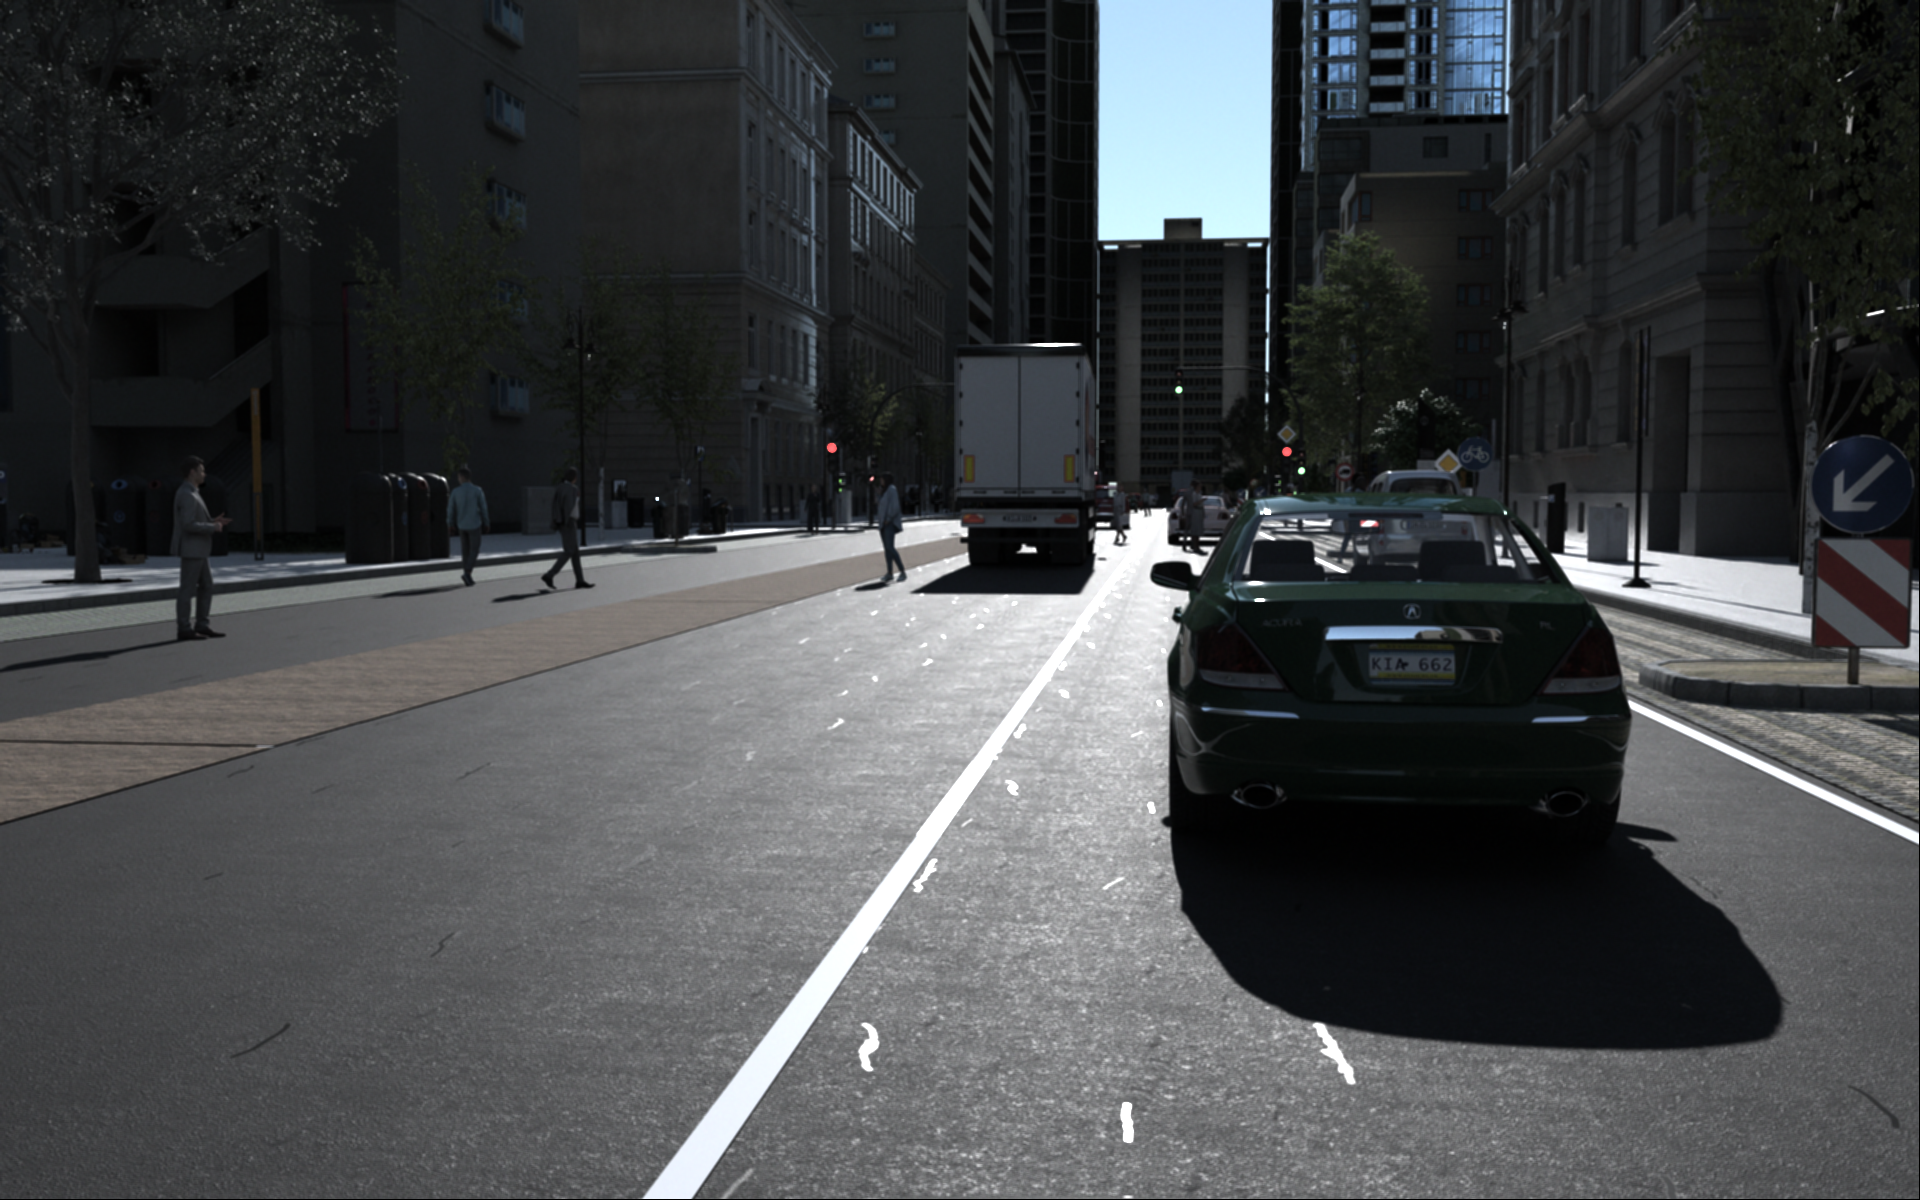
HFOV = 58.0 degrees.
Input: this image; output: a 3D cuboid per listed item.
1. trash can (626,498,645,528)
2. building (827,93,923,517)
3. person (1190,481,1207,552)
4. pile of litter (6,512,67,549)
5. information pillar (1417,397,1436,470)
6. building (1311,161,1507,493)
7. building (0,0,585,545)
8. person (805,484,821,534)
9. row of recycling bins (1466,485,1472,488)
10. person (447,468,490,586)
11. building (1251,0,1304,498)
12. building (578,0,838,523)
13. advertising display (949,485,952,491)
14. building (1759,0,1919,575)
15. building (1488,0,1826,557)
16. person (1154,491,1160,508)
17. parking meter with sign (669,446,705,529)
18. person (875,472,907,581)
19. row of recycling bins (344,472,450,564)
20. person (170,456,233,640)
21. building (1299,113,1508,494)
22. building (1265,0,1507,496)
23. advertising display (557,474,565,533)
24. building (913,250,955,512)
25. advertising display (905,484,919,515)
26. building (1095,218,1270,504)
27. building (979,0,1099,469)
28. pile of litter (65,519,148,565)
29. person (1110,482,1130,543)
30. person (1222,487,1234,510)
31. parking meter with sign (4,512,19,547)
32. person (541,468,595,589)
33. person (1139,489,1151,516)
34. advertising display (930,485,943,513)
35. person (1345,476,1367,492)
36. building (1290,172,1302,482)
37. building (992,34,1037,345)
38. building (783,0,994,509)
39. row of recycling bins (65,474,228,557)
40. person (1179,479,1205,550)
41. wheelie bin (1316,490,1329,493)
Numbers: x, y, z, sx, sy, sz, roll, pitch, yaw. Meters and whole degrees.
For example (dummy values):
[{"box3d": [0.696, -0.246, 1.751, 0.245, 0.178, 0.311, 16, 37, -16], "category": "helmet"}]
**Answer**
[{"box3d": [-12.205, -3.275, 65.192, 0.748, 1.137, 0.748, 0, 3, 0], "category": "trash can"}, {"box3d": [-10.214, -19.006, 108.018, 12.463, 27.353, 25.104, 0, 4, 7], "category": "building"}, {"box3d": [6.006, -2.091, 43.251, 0.524, 1.755, 0.480, 2, 4, 30], "category": "person"}, {"box3d": [-22.027, -1.680, 41.426, 1.176, 0.858, 1.719, 2, 4, 28], "category": "pile of litter"}, {"box3d": [11.320, -3.106, 42.131, 0.504, 3.616, 0.183, -1, 4, -21], "category": "information pillar"}, {"box3d": [36.713, -15.959, 105.975, 27.650, 21.520, 28.899, 0, 4, 7], "category": "building"}, {"box3d": [-25.518, -26.256, 52.986, 21.600, 48.544, 21.300, 0, 4, 7], "category": "building"}, {"box3d": [-5.191, -3.196, 61.168, 0.576, 1.772, 0.534, -1, 4, -12], "category": "person"}, {"box3d": [21.674, -4.212, 75.977, 3.534, 1.692, 1.069, -1, 4, -20], "category": "row of recycling bins"}, {"box3d": [-7.761, -1.151, 27.175, 0.638, 1.841, 0.748, 1, 4, 9], "category": "person"}, {"box3d": [45.119, -46.807, 203.547, 20.563, 71.187, 20.611, 0, 4, 7], "category": "building"}, {"box3d": [-14.477, -18.337, 85.708, 13.634, 28.700, 20.117, 0, 4, 7], "category": "building"}, {"box3d": [-0.623, -7.138, 121.917, 0.123, 1.923, 0.974, 1, 4, 9], "category": "advertising display"}, {"box3d": [21.243, -9.635, 24.977, 16.820, 18.784, 16.811, 0, 4, 7], "category": "building"}, {"box3d": [22.676, -15.759, 45.057, 14.401, 28.519, 23.554, 0, 4, 7], "category": "building"}, {"box3d": [20.838, -10.640, 183.398, 0.756, 1.711, 0.436, -1, 4, -14], "category": "person"}, {"box3d": [-10.172, -4.087, 63.086, 1.738, 3.016, 0.543, 2, 4, 24], "category": "parking meter with sign"}, {"box3d": [-1.144, -1.225, 28.792, 0.793, 1.790, 0.793, 3, 4, 37], "category": "person"}, {"box3d": [-10.826, -1.602, 33.298, 1.069, 1.692, 3.534, 0, 4, 6], "category": "row of recycling bins"}, {"box3d": [-7.480, -0.514, 17.104, 0.583, 1.804, 0.606, -2, 4, -28], "category": "person"}, {"box3d": [34.573, -22.259, 135.642, 14.160, 30.474, 14.107, 0, 4, 7], "category": "building"}, {"box3d": [58.105, -56.474, 236.027, 31.000, 86.520, 22.319, 0, 4, 7], "category": "building"}, {"box3d": [-13.060, -3.153, 56.763, 0.123, 1.923, 0.974, -1, 4, -21], "category": "advertising display"}, {"box3d": [-7.493, -18.047, 131.220, 11.583, 22.565, 21.152, 0, 4, 7], "category": "building"}, {"box3d": [-2.987, -6.326, 108.641, 0.974, 1.923, 0.123, 1, 4, 13], "category": "advertising display"}, {"box3d": [31.551, -33.934, 246.704, 23.993, 40.220, 32.217, 0, 4, 7], "category": "building"}, {"box3d": [8.605, -49.157, 241.965, 20.611, 71.187, 20.563, 0, 4, 7], "category": "building"}, {"box3d": [-15.616, -1.100, 31.951, 1.176, 0.858, 1.719, -1, 4, -15], "category": "pile of litter"}, {"box3d": [4.721, -2.568, 50.843, 0.624, 1.780, 0.694, -1, 4, -23], "category": "person"}, {"box3d": [12.570, -4.450, 81.845, 0.643, 1.750, 0.593, -2, 4, -35], "category": "person"}, {"box3d": [-23.703, -2.821, 42.392, 1.738, 3.016, 0.543, 2, 4, 31], "category": "parking meter with sign"}, {"box3d": [-5.927, -1.077, 26.207, 0.850, 1.850, 0.679, -2, 4, -28], "category": "person"}, {"box3d": [12.079, -6.374, 113.205, 0.782, 1.767, 0.515, 2, 4, 30], "category": "person"}, {"box3d": [-1.603, -6.951, 118.868, 0.974, 1.923, 0.123, -2, 4, -33], "category": "advertising display"}, {"box3d": [8.073, -1.640, 35.587, 0.793, 1.790, 0.793, 0, 4, 2], "category": "person"}, {"box3d": [36.997, -23.561, 156.920, 14.160, 30.474, 14.107, 0, 4, 7], "category": "building"}, {"box3d": [-5.777, -37.773, 206.820, 27.495, 52.752, 28.713, 0, 4, 7], "category": "building"}, {"box3d": [-8.636, -32.704, 158.410, 21.300, 48.544, 21.600, 0, 4, 7], "category": "building"}, {"box3d": [-16.936, -1.772, 36.085, 3.534, 1.692, 1.069, 1, 4, 8], "category": "row of recycling bins"}, {"box3d": [5.984, -2.204, 44.661, 0.709, 1.813, 0.853, 1, 4, 19], "category": "person"}, {"box3d": [19.170, -5.135, 91.861, 0.980, 1.594, 0.693, 0, 4, -5], "category": "wheelie bin"}]
